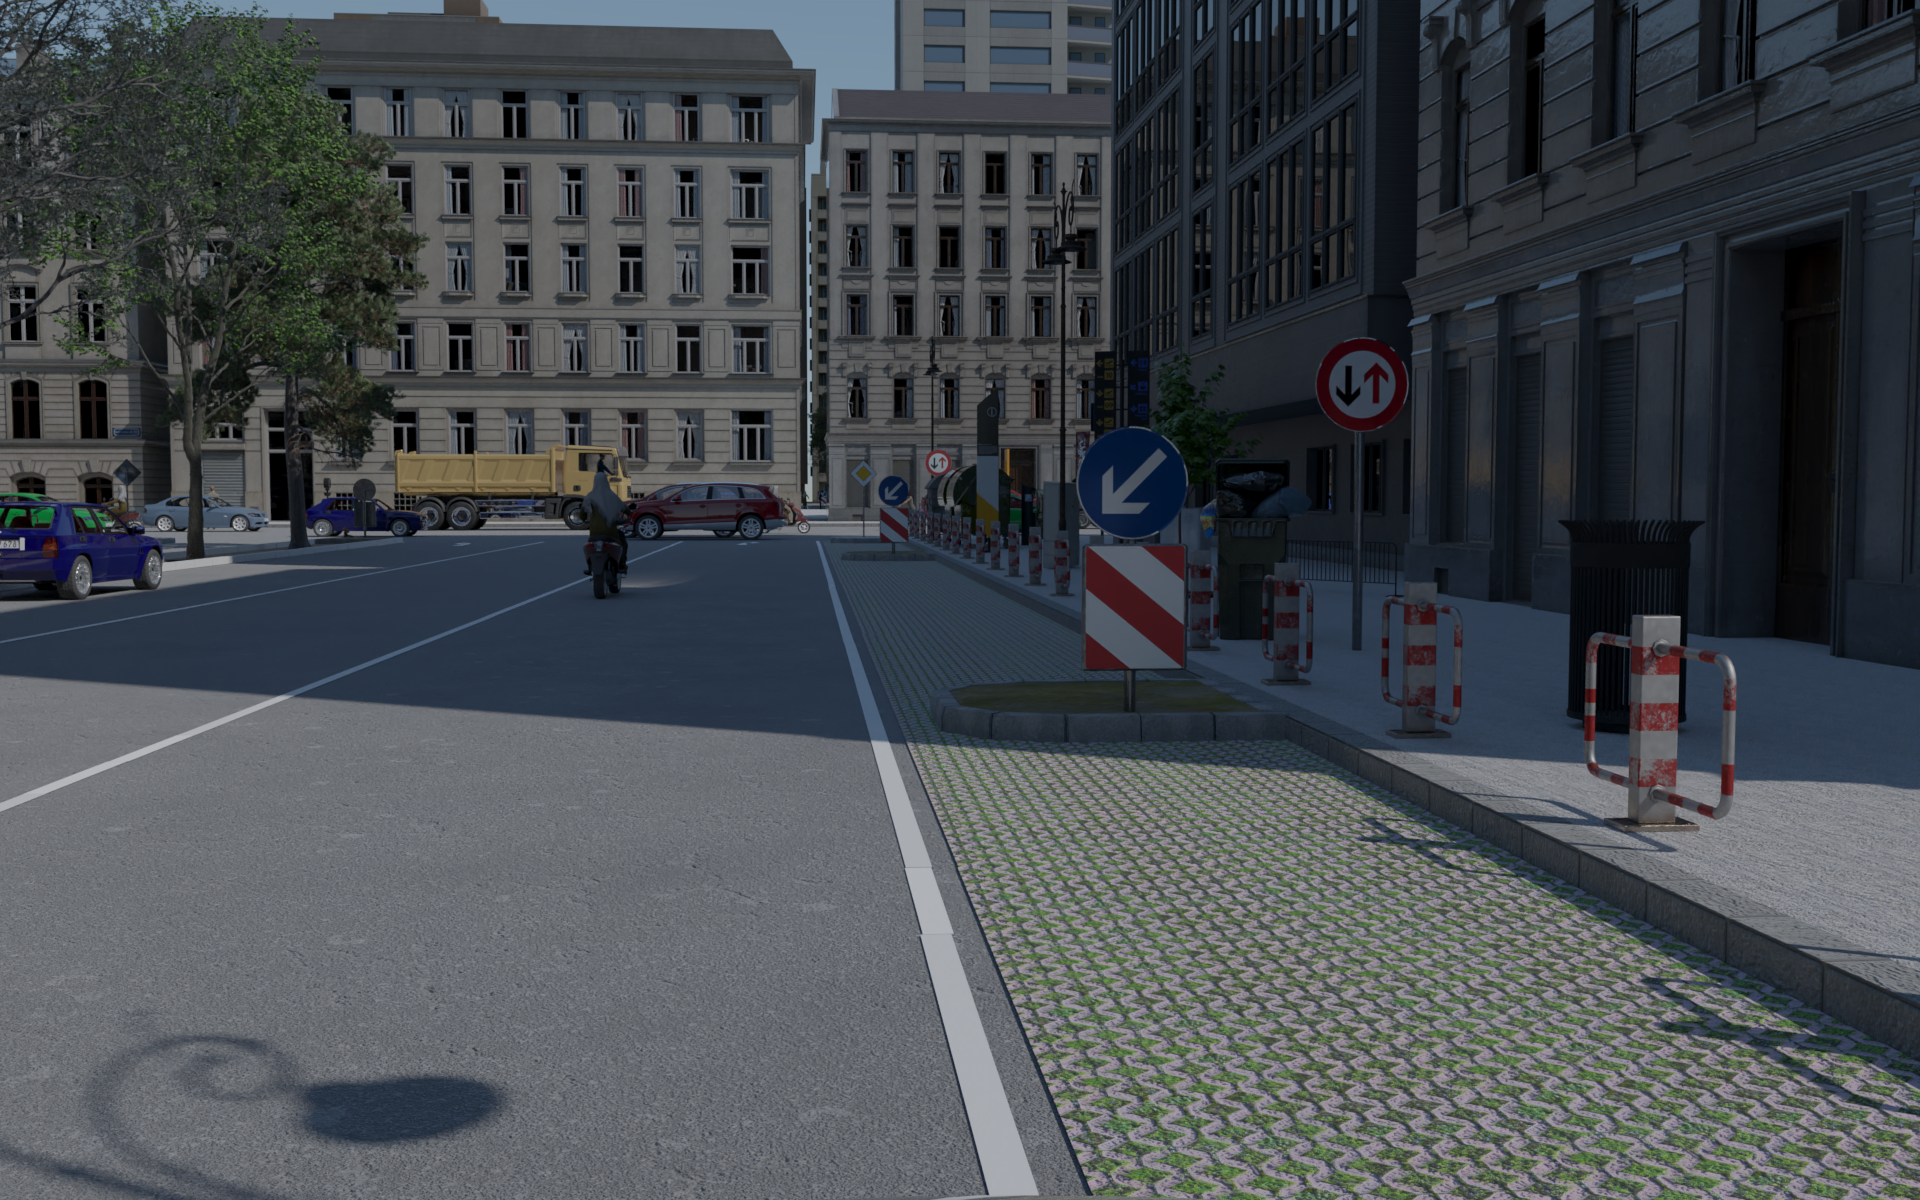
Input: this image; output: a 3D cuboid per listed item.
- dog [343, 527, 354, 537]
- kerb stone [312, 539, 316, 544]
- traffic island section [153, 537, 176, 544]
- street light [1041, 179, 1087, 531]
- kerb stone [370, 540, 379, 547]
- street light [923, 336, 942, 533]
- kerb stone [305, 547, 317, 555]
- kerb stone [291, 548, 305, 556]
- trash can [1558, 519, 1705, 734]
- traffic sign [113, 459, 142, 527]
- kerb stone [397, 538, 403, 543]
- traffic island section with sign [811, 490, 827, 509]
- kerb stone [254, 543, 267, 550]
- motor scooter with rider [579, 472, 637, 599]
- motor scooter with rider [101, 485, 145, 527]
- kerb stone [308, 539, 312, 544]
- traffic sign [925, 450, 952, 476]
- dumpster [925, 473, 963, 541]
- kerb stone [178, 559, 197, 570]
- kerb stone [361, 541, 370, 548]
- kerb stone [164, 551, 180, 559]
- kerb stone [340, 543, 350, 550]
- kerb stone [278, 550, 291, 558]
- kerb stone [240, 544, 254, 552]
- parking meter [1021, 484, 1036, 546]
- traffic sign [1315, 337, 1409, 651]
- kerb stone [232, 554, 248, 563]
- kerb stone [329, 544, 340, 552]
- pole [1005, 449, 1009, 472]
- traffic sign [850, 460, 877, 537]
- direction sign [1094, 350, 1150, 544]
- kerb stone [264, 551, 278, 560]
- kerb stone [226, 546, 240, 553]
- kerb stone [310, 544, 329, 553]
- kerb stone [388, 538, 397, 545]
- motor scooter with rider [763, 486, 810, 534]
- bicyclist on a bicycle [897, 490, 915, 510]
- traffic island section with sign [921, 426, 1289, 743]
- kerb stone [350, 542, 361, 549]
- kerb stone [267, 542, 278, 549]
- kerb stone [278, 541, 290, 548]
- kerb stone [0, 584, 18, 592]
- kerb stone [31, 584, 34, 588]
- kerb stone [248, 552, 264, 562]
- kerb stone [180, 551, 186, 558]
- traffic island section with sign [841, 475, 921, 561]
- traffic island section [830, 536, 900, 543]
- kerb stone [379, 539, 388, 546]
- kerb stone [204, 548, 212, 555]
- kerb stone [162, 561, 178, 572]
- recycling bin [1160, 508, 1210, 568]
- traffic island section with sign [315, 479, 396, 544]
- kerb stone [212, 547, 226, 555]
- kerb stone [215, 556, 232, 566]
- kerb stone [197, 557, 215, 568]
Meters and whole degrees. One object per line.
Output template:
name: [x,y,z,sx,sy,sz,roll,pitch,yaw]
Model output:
dog: [-19.017,-2.044,53.612,0.550,0.427,0.748,0,4,-6]
kerb stone: [-18.410,-1.654,49.233,0.120,0.150,1.000,0,4,-5]
traffic island section: [-23.789,-1.665,49.509,2.009,0.180,2.903,0,4,-5]
street light: [1.537,-3.245,25.849,0.468,5.910,1.993,0,4,-5]
kerb stone: [-16.134,-1.540,47.376,0.120,0.150,1.000,0,4,-5]
street light: [-0.807,-4.770,50.781,0.468,5.910,1.993,0,4,-5]
kerb stone: [-15.571,-1.164,41.222,0.120,0.150,1.000,0,4,-5]
kerb stone: [-15.477,-1.093,40.196,0.120,0.150,1.000,0,4,-5]
trash can: [3.641,0.135,9.440,0.748,1.137,0.748,0,3,0]
traffic sign: [-23.767,-2.802,49.449,0.795,2.450,0.064,0,4,-5]
kerb stone: [-16.408,-1.728,50.447,0.120,0.150,1.000,0,4,-5]
traffic island section with sign: [-16.004,-11.522,197.013,1.989,1.847,2.006,0,4,-5]
kerb stone: [-17.939,-1.340,44.099,0.120,0.150,1.000,0,4,-5]
motor scooter with rider: [-4.931,-0.939,24.319,0.876,1.779,1.986,0,4,-4]
motor scooter with rider: [-28.975,-3.084,59.384,1.986,1.779,0.876,0,4,-4]
kerb stone: [-18.315,-1.585,48.205,0.120,0.150,1.000,0,4,-5]
traffic sign: [-0.620,-3.029,49.624,0.768,2.556,0.104,0,4,-1]
dumpster: [-0.291,-2.582,47.972,1.264,1.857,1.865,0,4,-5]
kerb stone: [-14.832,-0.662,33.023,0.120,0.150,1.000,0,4,-5]
kerb stone: [-16.034,-1.478,46.353,0.120,0.150,1.000,0,4,-5]
kerb stone: [-17.385,-0.964,37.953,0.120,0.150,1.000,0,4,-5]
kerb stone: [-15.852,-1.351,44.309,0.120,0.150,1.000,0,4,-5]
kerb stone: [-15.384,-1.038,39.159,0.120,0.150,1.000,0,4,-5]
kerb stone: [-17.839,-1.277,43.073,0.120,0.150,1.000,0,4,-5]
parking meter: [1.718,-2.135,43.310,0.372,1.533,0.369,0,3,0]
traffic sign: [3.261,-0.859,14.155,0.768,2.556,0.104,0,4,-2]
kerb stone: [-15.110,-0.848,36.087,0.120,0.150,1.000,0,4,-5]
kerb stone: [-15.765,-1.288,43.283,0.120,0.150,1.000,0,4,-5]
pole: [2.123,-5.179,78.521,0.158,3.312,0.155,0,3,0]
traffic sign: [-2.856,-2.916,51.313,0.795,2.450,0.064,0,4,-5]
direction sign: [2.563,-2.169,27.459,0.876,3.537,0.379,1,4,14]
kerb stone: [-15.295,-0.975,38.132,0.120,0.150,1.000,0,4,-5]
kerb stone: [-17.755,-1.214,42.037,0.120,0.150,1.000,0,4,-5]
kerb stone: [-15.668,-1.227,42.258,0.120,0.150,1.000,0,4,-5]
kerb stone: [-16.314,-1.664,49.420,0.120,0.150,1.000,0,4,-5]
motor scooter with rider: [-6.436,-3.299,62.896,1.986,1.779,0.876,0,4,-3]
bicyclist on a bicycle: [-2.116,-3.570,68.394,1.625,1.676,1.499,0,4,-3]
traffic island section with sign: [0.835,-0.138,10.880,1.989,1.847,2.006,0,4,-5]
kerb stone: [-15.939,-1.415,45.331,0.120,0.150,1.000,0,4,-5]
kerb stone: [-18.040,-1.403,45.131,0.120,0.150,1.000,0,4,-5]
kerb stone: [-18.125,-1.466,46.159,0.120,0.150,1.000,0,4,-5]
kerb stone: [-14.191,-0.224,25.858,0.120,0.150,1.000,0,4,-5]
kerb stone: [-14.286,-0.281,26.881,0.120,0.150,1.000,0,4,-5]
kerb stone: [-15.197,-0.911,37.112,0.120,0.150,1.000,0,4,-5]
kerb stone: [-17.481,-1.022,38.974,0.120,0.150,1.000,0,4,-5]
traffic island section with sign: [-1.590,-1.780,37.726,1.989,1.847,2.006,0,4,-5]
traffic island section: [-2.833,-1.781,51.392,2.009,0.180,2.903,0,4,-5]
kerb stone: [-16.225,-1.603,48.398,0.120,0.150,1.000,0,4,-5]
kerb stone: [-17.569,-1.086,39.995,0.120,0.150,1.000,0,4,-5]
kerb stone: [-14.738,-0.599,32.002,0.120,0.150,1.000,0,4,-5]
recycling bin: [3.940,-1.082,30.253,0.722,1.027,0.722,2,4,24]
traffic island section with sign: [-17.450,-2.580,50.315,2.006,1.907,1.989,0,4,-5]
kerb stone: [-17.661,-1.151,41.016,0.120,0.150,1.000,0,4,-5]
kerb stone: [-15.019,-0.787,35.065,0.120,0.150,1.000,0,4,-5]
kerb stone: [-14.926,-0.725,34.044,0.120,0.150,1.000,0,4,-5]
